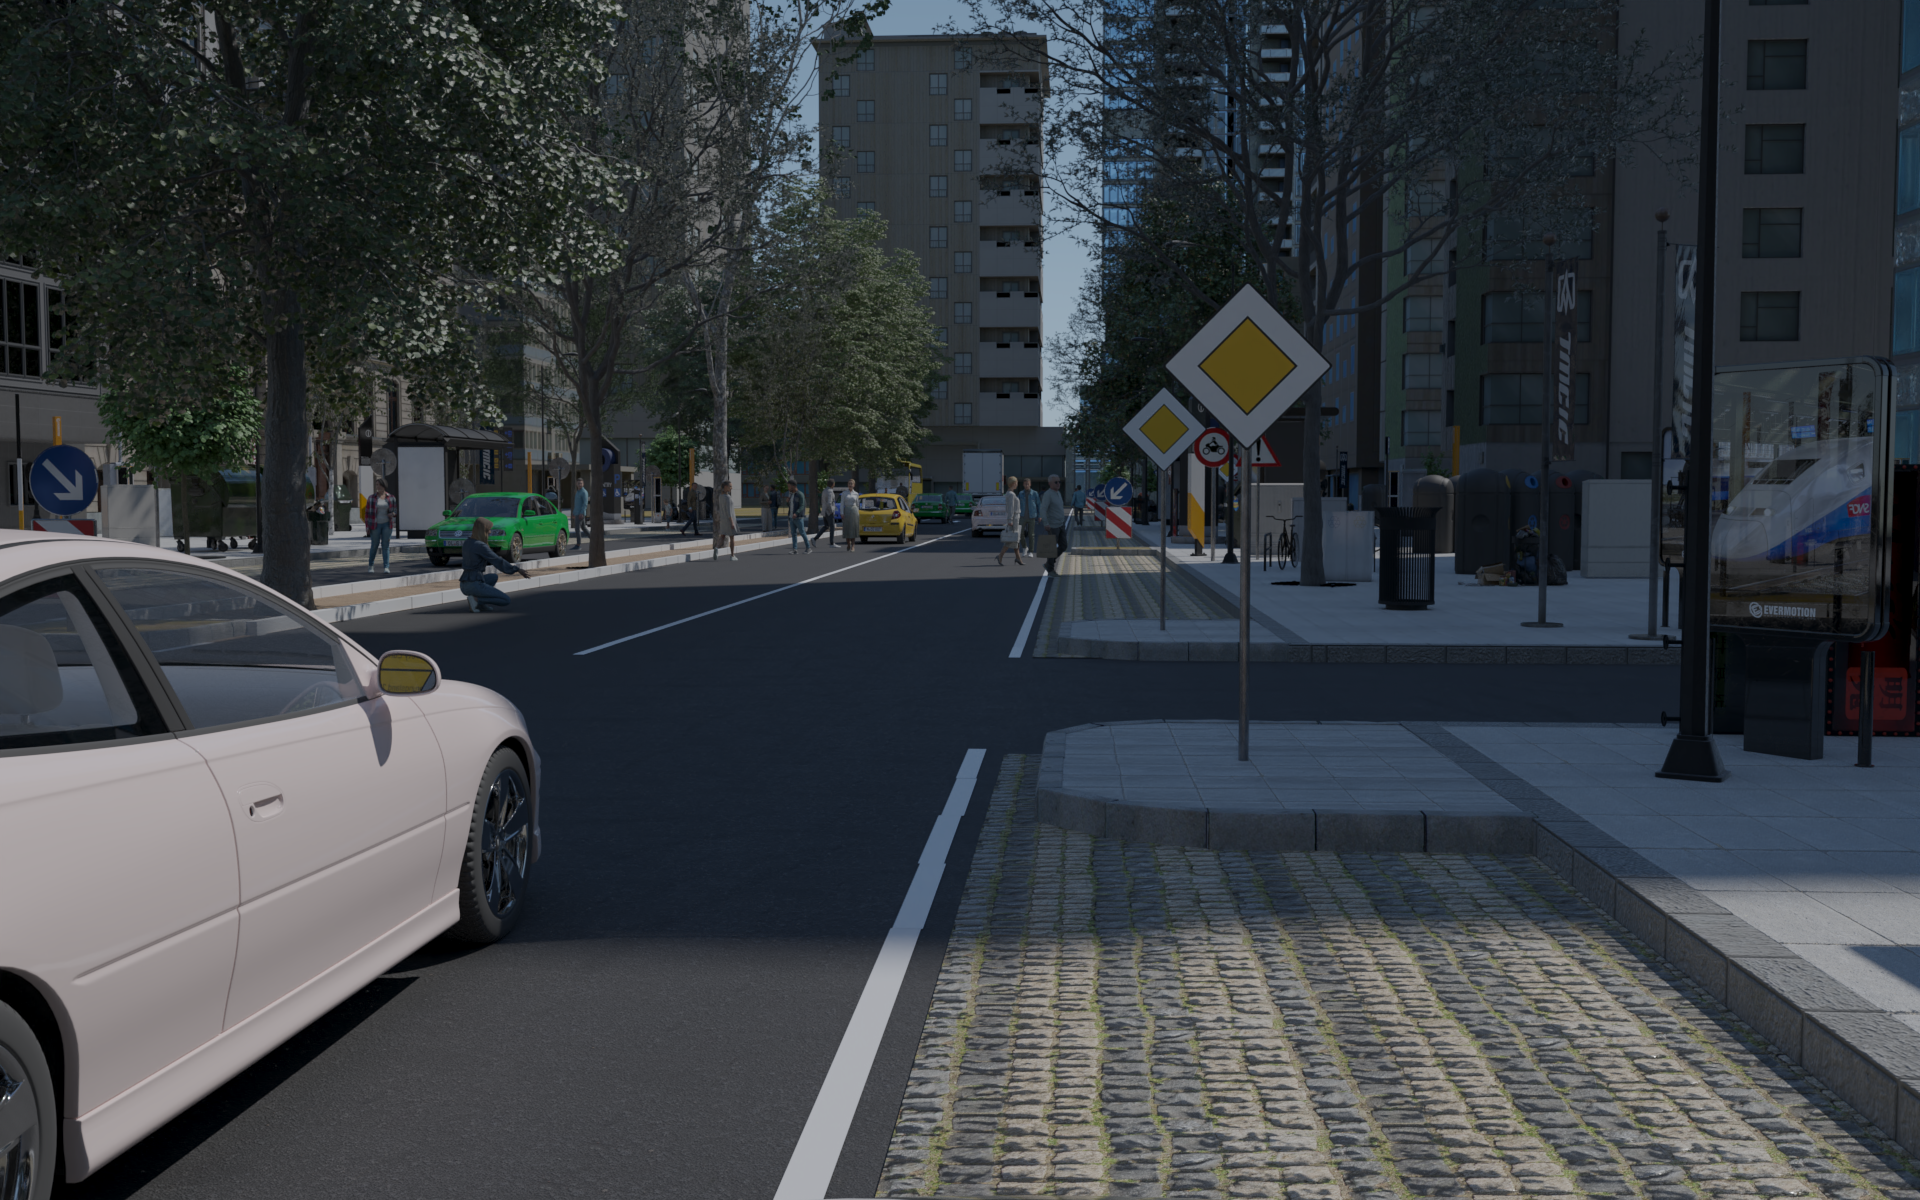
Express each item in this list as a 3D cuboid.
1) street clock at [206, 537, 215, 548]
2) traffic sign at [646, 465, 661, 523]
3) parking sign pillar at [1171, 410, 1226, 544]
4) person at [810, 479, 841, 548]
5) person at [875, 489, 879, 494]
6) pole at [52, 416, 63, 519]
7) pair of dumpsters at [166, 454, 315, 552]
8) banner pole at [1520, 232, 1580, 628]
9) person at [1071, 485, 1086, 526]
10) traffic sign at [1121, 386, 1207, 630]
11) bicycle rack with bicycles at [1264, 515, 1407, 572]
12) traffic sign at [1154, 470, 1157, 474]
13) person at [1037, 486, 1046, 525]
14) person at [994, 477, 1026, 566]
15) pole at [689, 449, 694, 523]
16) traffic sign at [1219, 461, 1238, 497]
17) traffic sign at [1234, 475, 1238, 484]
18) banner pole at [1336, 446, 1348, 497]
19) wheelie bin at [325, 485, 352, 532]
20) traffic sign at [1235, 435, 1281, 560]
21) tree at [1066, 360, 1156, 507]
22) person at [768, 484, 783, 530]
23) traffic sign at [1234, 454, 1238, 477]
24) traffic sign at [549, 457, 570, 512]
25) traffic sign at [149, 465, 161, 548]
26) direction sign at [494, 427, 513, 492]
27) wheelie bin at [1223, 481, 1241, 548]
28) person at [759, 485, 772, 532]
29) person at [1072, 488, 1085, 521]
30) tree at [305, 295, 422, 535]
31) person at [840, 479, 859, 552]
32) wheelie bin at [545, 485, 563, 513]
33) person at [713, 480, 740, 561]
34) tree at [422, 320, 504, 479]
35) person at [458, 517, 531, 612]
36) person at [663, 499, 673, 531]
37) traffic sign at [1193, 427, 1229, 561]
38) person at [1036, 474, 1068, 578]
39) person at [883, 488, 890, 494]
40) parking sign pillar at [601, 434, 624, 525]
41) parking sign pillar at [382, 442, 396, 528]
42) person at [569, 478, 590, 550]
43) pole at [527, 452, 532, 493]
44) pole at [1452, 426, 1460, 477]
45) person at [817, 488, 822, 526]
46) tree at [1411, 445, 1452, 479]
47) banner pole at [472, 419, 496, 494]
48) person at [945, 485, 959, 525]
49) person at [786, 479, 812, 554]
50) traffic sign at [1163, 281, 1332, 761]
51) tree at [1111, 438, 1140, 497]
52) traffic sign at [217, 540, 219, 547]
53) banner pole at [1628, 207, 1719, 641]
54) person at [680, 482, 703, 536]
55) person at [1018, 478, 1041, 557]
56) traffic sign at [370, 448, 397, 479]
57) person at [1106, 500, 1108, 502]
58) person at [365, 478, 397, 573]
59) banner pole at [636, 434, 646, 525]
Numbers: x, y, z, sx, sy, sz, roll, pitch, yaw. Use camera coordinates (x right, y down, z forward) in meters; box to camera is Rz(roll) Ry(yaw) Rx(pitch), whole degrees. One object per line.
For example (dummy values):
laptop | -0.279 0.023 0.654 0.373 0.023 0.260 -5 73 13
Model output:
street clock | -17.799 -2.237 41.144 0.358 2.002 0.471 -3 5 -40
traffic sign | -13.627 -4.682 76.656 0.768 2.556 0.104 1 4 10
parking sign pillar | 6.210 -3.457 44.988 1.447 3.967 1.447 -1 4 -23
person | -3.582 -2.315 46.202 0.795 1.843 0.661 -1 4 -20
person | -4.669 -5.330 96.582 0.436 1.711 0.756 1 4 22
pole | -23.726 -3.165 45.585 0.158 3.312 0.155 0 3 0
pair of dumpsters | -16.622 -2.300 40.103 1.574 2.255 4.437 0 4 4
banner pole | 5.665 -1.617 16.455 0.401 3.779 0.863 0 4 -5
person | 4.987 -3.914 72.520 0.660 1.820 0.620 -2 4 -25
traffic sign | 1.906 -0.771 16.246 0.795 2.450 0.064 0 4 4
bicycle rack with bicycles | 6.299 -0.991 29.584 2.852 0.926 2.925 1 4 14
traffic sign | 10.299 -5.508 90.163 0.768 2.556 0.104 1 4 12
person | 3.802 -4.356 79.708 0.713 1.824 0.794 -2 4 -35
person | 1.008 -1.584 34.746 0.624 1.780 0.694 0 4 6
pole | -12.002 -5.122 77.587 0.158 3.312 0.155 0 3 0
traffic sign | 8.227 -3.193 53.388 0.795 2.450 0.064 1 4 10
traffic sign | 11.246 -4.317 70.587 0.884 2.594 0.081 1 4 10
banner pole | 19.651 -6.080 89.429 0.863 3.779 0.401 -1 4 -19
wheelie bin | -21.337 -3.148 59.381 0.693 1.594 0.980 2 4 29
traffic sign | 5.803 -2.062 33.711 0.884 2.594 0.081 1 4 12
tree | 9.912 -10.029 98.394 7.601 10.594 8.767 2 4 23
person | -7.486 -3.707 69.101 0.794 1.824 0.713 -1 4 -16
traffic sign | 8.335 -3.270 53.567 0.768 2.556 0.104 0 4 5
traffic sign | -13.891 -3.664 60.018 0.768 2.556 0.104 1 4 9
traffic sign | -16.955 -2.229 36.548 0.768 2.556 0.104 1 4 13
direction sign | -15.506 -4.074 58.603 0.379 3.537 0.876 3 5 42
wheelie bin | 6.655 -2.044 41.329 0.693 1.594 0.980 0 4 2
person | -6.812 -3.179 61.034 0.362 1.759 0.519 2 4 35
person | 6.402 -5.144 93.054 0.683 1.767 0.568 -2 4 -32
tree | -19.585 -6.334 53.915 4.360 8.622 3.978 0 3 0
person | -2.729 -2.096 42.991 0.478 1.798 0.641 0 4 -1
wheelie bin | -14.996 -3.413 63.715 0.693 1.594 0.980 -2 4 -27
person | -5.011 -1.706 37.145 0.466 1.731 0.760 1 4 22
tree | -21.060 -7.477 72.615 4.360 8.622 3.978 0 3 0
person | -5.835 -0.445 21.282 0.738 1.151 1.012 -3 5 -40
person | -11.286 -3.289 66.956 0.352 1.250 0.332 -1 4 -9
traffic sign | 4.838 -2.015 33.057 0.768 2.556 0.104 1 4 12
person | 1.538 -1.264 29.646 0.515 1.767 0.782 2 4 29
person | -4.639 -6.124 108.612 1.348 1.826 0.705 0 4 2
parking sign pillar | -14.971 -5.191 73.348 1.447 3.967 1.447 2 4 35
parking sign pillar | -21.192 -4.720 65.640 1.447 3.967 1.447 -1 4 -17
person | -9.660 -2.207 44.440 0.748 1.841 0.638 -1 4 -18
pole | -20.832 -5.506 83.874 0.158 3.312 0.155 0 3 0
pole | 14.842 -3.550 51.879 0.158 3.312 0.155 0 3 0
person | -6.381 -4.139 76.420 0.600 1.795 0.529 3 5 43
tree | 18.590 -4.533 68.718 1.663 3.219 1.824 0 3 0
banner pole | -15.398 -4.021 55.768 0.863 3.779 0.401 -1 4 -18
person | -0.440 -4.478 81.581 0.638 1.841 0.748 2 4 33
person | -3.904 -1.986 41.318 0.623 1.781 0.721 3 4 38
traffic sign | 1.362 -0.284 8.280 0.795 2.450 0.064 0 4 4
tree | 11.075 -9.843 111.292 4.360 8.622 3.978 0 3 0
traffic sign | -17.966 -2.558 41.927 0.768 2.556 0.104 0 4 5
banner pole | 6.346 -1.547 15.317 0.863 3.779 0.401 -1 4 -23
person | -9.236 -3.132 59.624 0.836 1.842 0.656 -2 4 -25
person | 1.542 -1.863 39.305 0.601 1.785 0.444 1 4 14
traffic sign | -16.018 -2.936 48.104 0.768 2.556 0.104 0 4 6
person | 14.482 -9.679 170.009 1.065 1.426 0.557 -3 5 -41
person | -10.498 -1.350 31.407 0.563 1.720 0.643 -2 4 -25
banner pole | -13.209 -5.019 72.076 0.401 3.779 0.863 -2 4 -30
